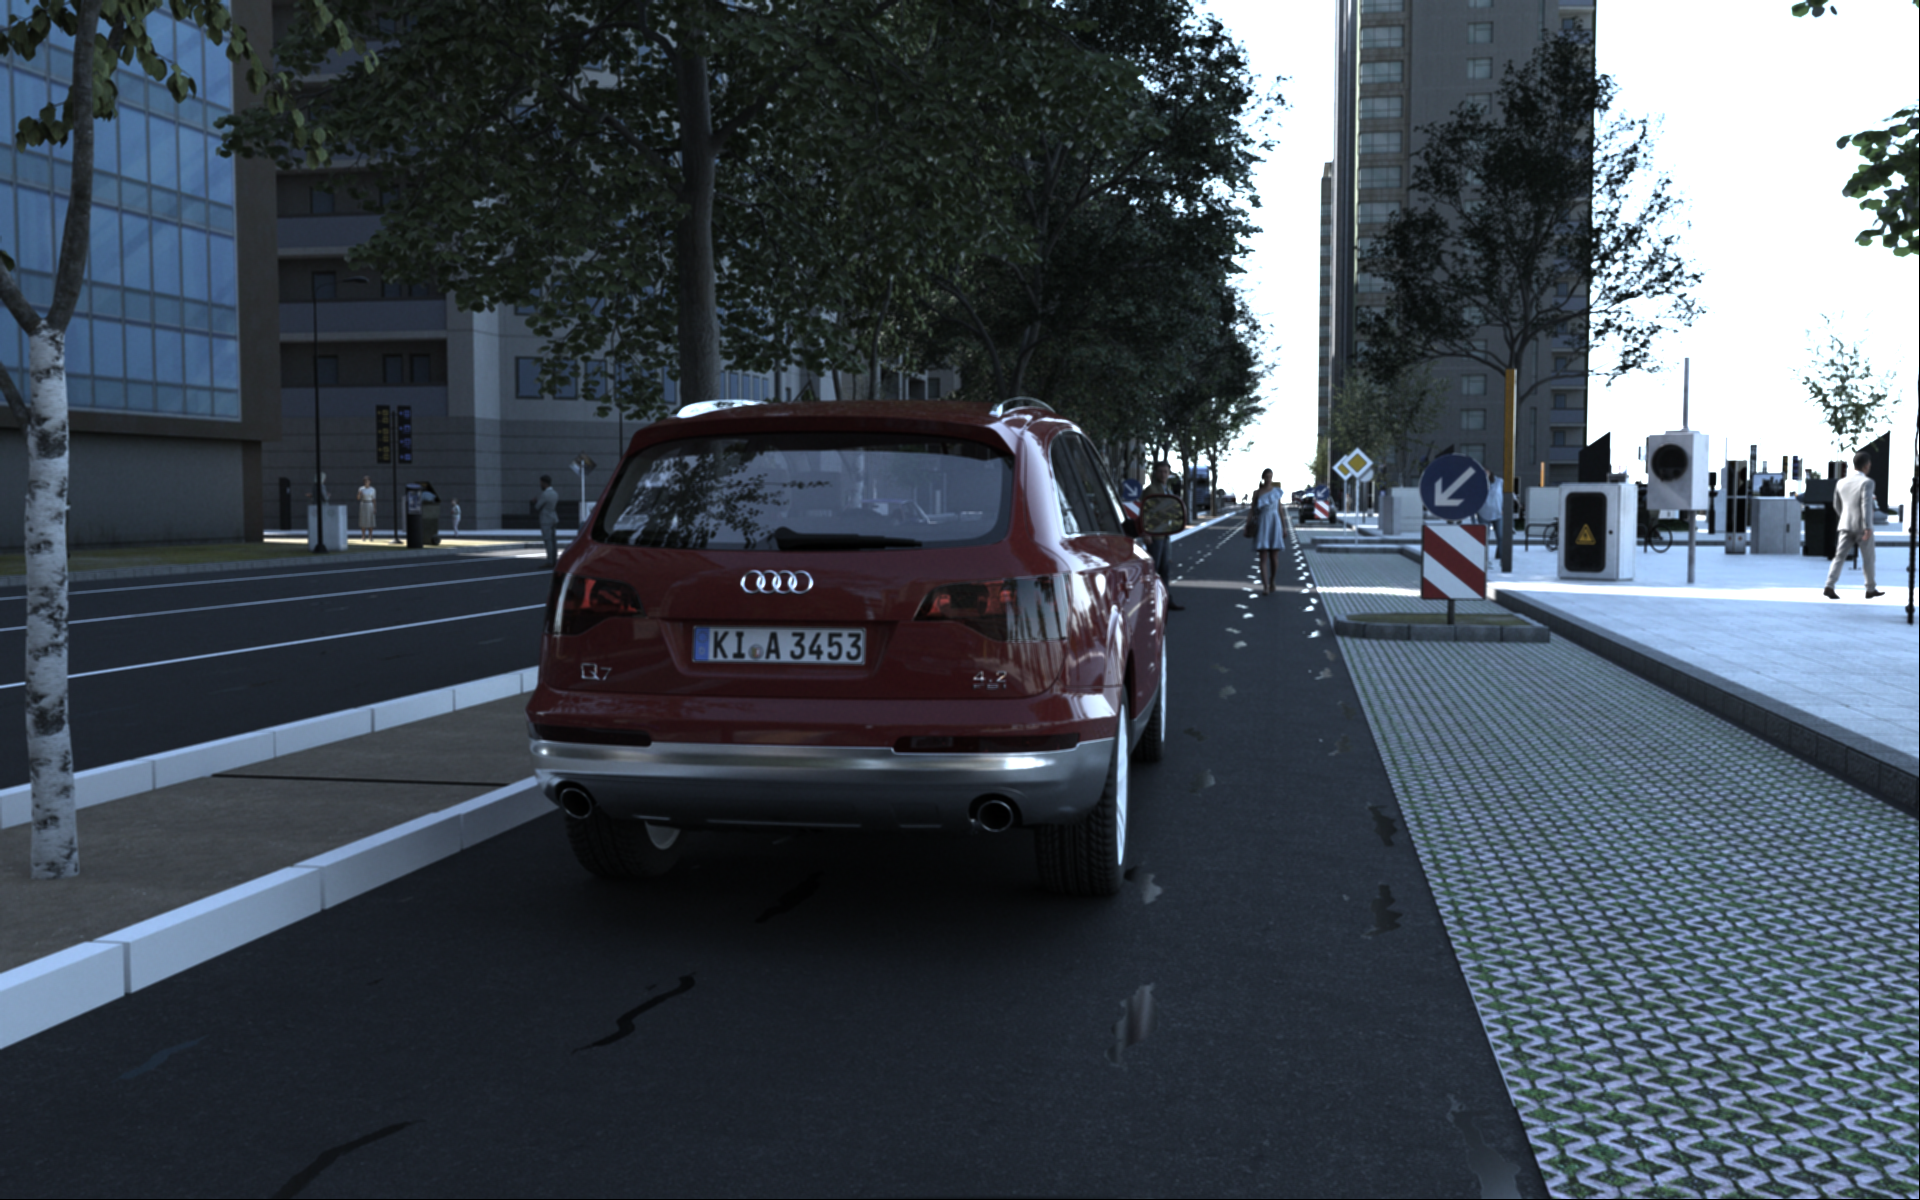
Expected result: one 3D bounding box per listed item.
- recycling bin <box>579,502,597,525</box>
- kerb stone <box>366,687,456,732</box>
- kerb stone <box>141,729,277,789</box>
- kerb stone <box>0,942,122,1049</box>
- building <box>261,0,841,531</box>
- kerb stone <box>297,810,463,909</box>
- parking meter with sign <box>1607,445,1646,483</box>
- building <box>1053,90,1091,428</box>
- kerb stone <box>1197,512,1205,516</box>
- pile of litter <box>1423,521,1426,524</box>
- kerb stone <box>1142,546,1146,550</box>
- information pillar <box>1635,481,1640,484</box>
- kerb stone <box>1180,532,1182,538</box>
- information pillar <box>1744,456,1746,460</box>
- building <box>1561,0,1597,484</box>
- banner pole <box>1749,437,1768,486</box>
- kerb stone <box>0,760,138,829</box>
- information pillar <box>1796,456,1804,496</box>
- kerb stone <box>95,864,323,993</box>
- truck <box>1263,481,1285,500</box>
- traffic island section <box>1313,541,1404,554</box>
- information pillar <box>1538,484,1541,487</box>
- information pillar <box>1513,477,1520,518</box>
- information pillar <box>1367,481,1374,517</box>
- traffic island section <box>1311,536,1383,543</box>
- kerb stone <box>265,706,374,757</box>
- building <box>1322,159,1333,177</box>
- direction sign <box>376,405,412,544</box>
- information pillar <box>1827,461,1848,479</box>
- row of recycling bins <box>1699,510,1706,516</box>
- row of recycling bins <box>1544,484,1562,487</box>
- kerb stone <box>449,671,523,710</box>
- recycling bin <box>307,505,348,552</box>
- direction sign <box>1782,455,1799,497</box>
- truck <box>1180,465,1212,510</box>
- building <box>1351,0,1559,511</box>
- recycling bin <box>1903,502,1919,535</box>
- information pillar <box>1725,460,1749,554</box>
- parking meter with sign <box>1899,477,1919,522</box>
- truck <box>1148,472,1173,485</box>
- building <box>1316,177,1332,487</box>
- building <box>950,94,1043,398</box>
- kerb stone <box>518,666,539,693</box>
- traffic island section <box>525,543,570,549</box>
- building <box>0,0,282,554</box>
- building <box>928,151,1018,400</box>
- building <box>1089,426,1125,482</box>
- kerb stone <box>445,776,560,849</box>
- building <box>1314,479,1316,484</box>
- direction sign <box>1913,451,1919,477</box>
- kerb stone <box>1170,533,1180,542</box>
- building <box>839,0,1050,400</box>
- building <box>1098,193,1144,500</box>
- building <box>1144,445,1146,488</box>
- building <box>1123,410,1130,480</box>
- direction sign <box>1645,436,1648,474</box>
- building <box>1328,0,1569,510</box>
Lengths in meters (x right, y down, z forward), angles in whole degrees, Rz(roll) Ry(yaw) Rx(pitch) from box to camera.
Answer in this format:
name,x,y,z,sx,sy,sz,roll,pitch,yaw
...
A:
name,x,y,z,sx,sy,sz,roll,pitch,yaw
recycling bin,-11.919,-2.675,56.289,0.722,1.027,0.722,-2,4,-31
kerb stone,-3.472,0.693,10.869,0.120,0.150,1.000,1,4,10
kerb stone,-3.849,0.816,8.857,0.120,0.150,1.000,1,4,10
kerb stone,-2.537,1.085,4.464,0.120,0.150,1.000,1,4,10
building,-18.828,-32.512,73.562,21.231,58.520,28.212,1,4,10
kerb stone,-2.156,0.962,6.473,0.120,0.150,1.000,1,4,10
parking meter with sign,23.865,-4.068,62.775,1.738,3.016,0.543,3,5,43
building,6.728,-33.177,192.555,14.600,45.320,14.200,1,4,10
kerb stone,16.467,-5.874,118.273,0.120,0.150,1.000,1,4,10
pile of litter,19.600,-3.787,75.889,1.176,0.858,1.719,-3,4,-36
kerb stone,4.581,-1.257,42.778,0.120,0.150,1.000,1,4,10
information pillar,36.858,-5.485,94.172,0.304,2.012,0.304,3,5,39
kerb stone,6.944,-2.034,55.450,0.120,0.150,1.000,1,4,10
information pillar,48.937,-7.137,108.047,0.183,3.616,0.504,2,4,28
building,44.420,-37.342,152.539,21.231,58.520,28.212,1,4,10
banner pole,34.908,-5.259,75.998,0.401,3.779,0.863,-1,4,-18
kerb stone,-4.036,0.877,7.852,0.120,0.150,1.000,1,4,10
information pillar,51.765,-7.060,106.787,0.504,3.616,0.183,-2,4,-24
kerb stone,-2.347,1.025,5.469,0.120,0.150,1.000,1,4,10
truck,46.195,-15.908,256.025,3.469,3.379,9.791,1,4,12
traffic island section,9.850,-1.259,42.866,2.009,0.180,2.903,1,4,10
information pillar,40.545,-7.118,120.874,0.304,2.012,0.304,-2,4,-33
information pillar,23.794,-4.259,74.127,0.304,2.012,0.304,1,4,20
information pillar,23.289,-5.733,98.225,0.304,2.012,0.304,2,4,27
traffic island section,11.308,-1.739,50.718,2.009,0.180,2.903,1,4,10
kerb stone,-3.668,0.754,9.864,0.120,0.150,1.000,1,4,10
building,69.479,-41.250,263.674,28.713,52.752,27.495,1,4,10
direction sign,-14.470,-3.201,44.332,0.876,3.537,0.379,-2,4,-31
information pillar,19.444,-2.075,38.419,0.304,2.012,0.304,0,4,-5
row of recycling bins,45.645,-5.833,102.488,3.534,1.692,1.069,2,4,31
row of recycling bins,23.816,-3.737,68.209,1.069,1.692,3.534,0,4,-4
kerb stone,-3.288,0.632,11.889,0.120,0.150,1.000,1,4,10
recycling bin,-14.231,-1.616,38.974,0.722,1.027,0.722,0,4,-8
direction sign,48.058,-6.626,100.333,0.876,3.537,0.379,1,4,21
truck,23.001,-10.761,165.695,2.967,4.110,18.799,1,4,10
building,37.279,-27.454,132.472,14.154,41.232,14.086,1,4,10
recycling bin,30.512,-2.598,55.024,0.722,1.027,0.722,0,4,1
information pillar,16.581,-1.987,36.978,0.304,2.012,0.304,-1,4,-12
parking meter with sign,43.525,-5.027,78.454,0.543,3.016,1.738,-3,4,-38
truck,25.491,-14.014,218.048,2.839,4.237,11.283,1,4,11
building,53.489,-33.077,224.410,14.154,41.232,14.086,1,4,10
building,-4.397,-32.521,155.422,21.300,48.544,21.600,1,4,10
kerb stone,-3.097,0.569,12.895,0.120,0.150,1.000,1,4,10
traffic island section,-10.150,-1.486,46.572,2.009,0.180,2.903,1,4,10
building,-26.560,-23.854,40.120,14.200,45.320,14.600,1,4,10
building,-3.284,-22.330,136.797,14.160,30.474,14.107,1,4,10
building,6.706,-23.466,228.712,27.650,21.520,28.899,1,4,10
kerb stone,-1.970,0.906,7.484,0.120,0.150,1.000,1,4,10
building,60.143,-49.033,239.935,20.563,71.187,20.611,1,4,10
direction sign,50.551,-6.076,91.336,0.876,3.537,0.379,-2,4,-28
kerb stone,6.750,-1.973,54.447,0.120,0.150,1.000,1,4,10
building,0.621,-45.075,175.227,20.563,71.187,20.611,1,4,10
building,19.433,-37.418,261.902,14.600,45.320,14.200,1,4,10
building,22.299,-38.270,275.829,14.600,45.320,14.200,1,4,10
building,16.855,-29.155,248.389,14.160,30.474,14.107,1,4,10
direction sign,27.203,-4.646,67.951,0.876,3.537,0.379,-2,4,-23
building,49.491,-39.058,180.590,21.231,58.520,28.212,1,4,10
